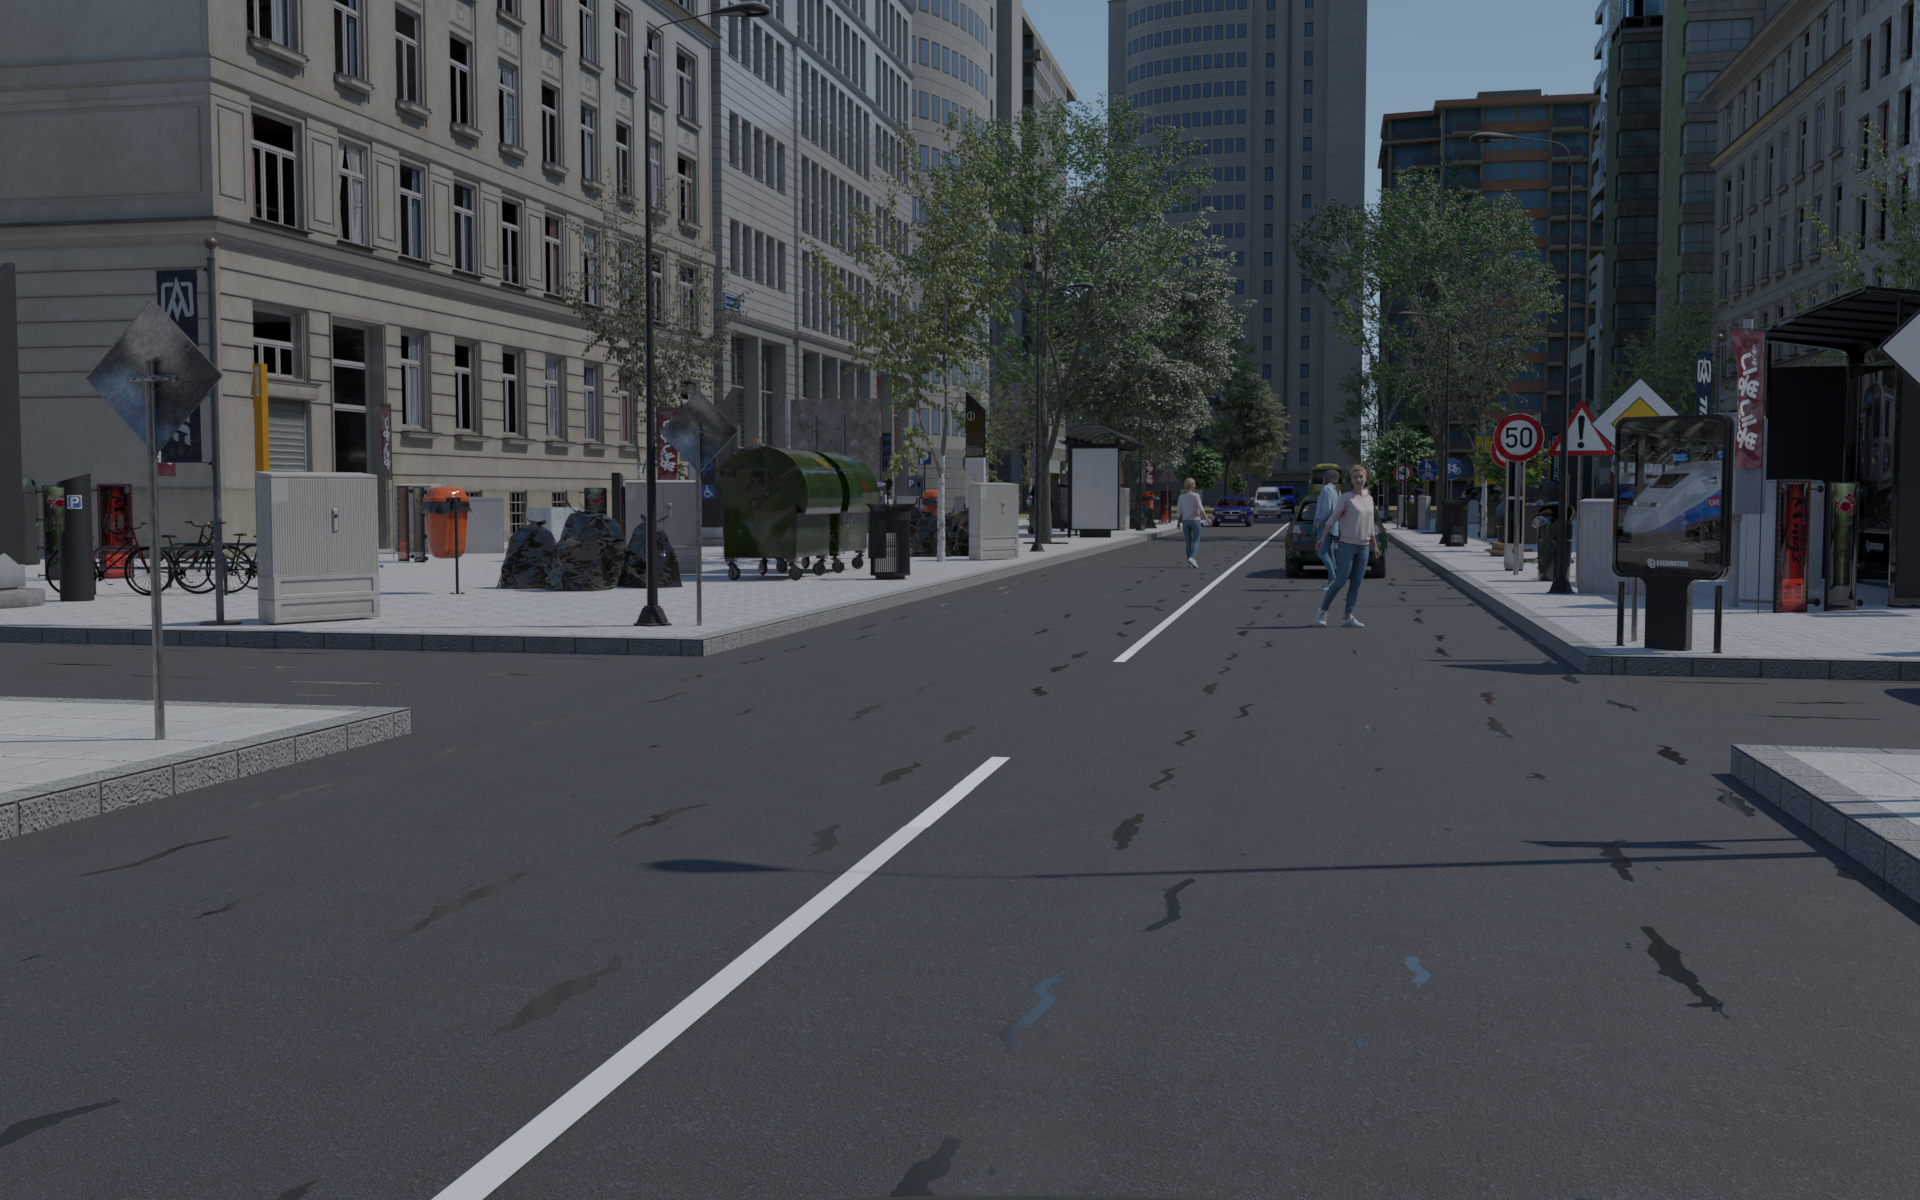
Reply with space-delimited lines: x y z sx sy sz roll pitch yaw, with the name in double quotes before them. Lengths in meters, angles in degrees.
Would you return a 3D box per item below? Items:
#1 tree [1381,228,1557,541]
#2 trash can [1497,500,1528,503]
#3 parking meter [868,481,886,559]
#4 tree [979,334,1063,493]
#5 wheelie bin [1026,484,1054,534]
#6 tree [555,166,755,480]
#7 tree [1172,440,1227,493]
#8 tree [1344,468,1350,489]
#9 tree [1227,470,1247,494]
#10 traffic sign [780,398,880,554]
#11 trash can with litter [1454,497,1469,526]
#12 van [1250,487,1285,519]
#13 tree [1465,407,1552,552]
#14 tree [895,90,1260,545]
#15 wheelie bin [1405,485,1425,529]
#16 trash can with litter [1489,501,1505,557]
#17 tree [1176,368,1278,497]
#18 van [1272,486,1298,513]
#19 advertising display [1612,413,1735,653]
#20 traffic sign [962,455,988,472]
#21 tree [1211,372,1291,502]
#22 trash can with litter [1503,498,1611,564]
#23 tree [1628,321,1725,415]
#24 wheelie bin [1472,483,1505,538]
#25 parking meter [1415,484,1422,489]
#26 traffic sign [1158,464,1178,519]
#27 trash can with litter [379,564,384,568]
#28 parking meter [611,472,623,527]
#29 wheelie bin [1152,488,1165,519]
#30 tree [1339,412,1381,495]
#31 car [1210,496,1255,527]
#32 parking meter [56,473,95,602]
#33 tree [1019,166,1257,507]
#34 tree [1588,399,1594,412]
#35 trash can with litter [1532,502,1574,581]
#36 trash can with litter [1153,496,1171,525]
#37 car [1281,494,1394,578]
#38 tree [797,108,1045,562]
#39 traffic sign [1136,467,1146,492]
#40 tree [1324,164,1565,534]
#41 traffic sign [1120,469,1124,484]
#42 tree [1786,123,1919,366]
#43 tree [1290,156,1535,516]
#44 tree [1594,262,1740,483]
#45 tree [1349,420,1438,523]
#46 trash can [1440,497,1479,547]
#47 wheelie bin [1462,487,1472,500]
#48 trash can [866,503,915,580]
"tree" 14.178 -5.937 47.427 4.360 8.622 3.978 0 3 0
"trash can" 13.858 -1.947 43.481 0.748 1.137 0.748 0 3 0
"parking meter" -1.655 -1.601 34.583 0.372 1.533 0.369 0 3 0
"tree" 2.923 -7.768 77.369 4.360 8.622 3.978 0 3 0
"wheelie bin" 2.628 -2.936 55.913 0.980 1.594 0.693 -3 4 -39
"tree" -7.141 -5.468 39.772 4.360 8.622 3.978 0 3 0
"tree" 14.574 -7.412 104.893 4.285 4.588 4.351 0 3 0
"tree" 36.538 -10.673 158.213 4.285 4.588 4.351 0 3 0
"tree" 22.613 -8.925 140.531 1.663 3.219 1.824 0 3 0
"traffic sign" -2.802 -2.642 37.069 2.265 3.308 0.079 1 4 16
"trash can with litter" 19.920 -3.541 69.289 0.624 1.170 1.055 0 4 -8
"van" 18.174 -5.827 102.275 2.013 2.044 4.112 1 4 10
"tree" 12.352 -2.684 38.492 1.663 3.219 1.824 0 3 0
"tree" 2.353 -7.251 44.303 9.928 11.665 9.643 0 3 0
"wheelie bin" 16.601 -3.382 63.208 0.693 1.594 0.980 1 4 12
"trash can with litter" 11.317 -1.489 35.736 0.624 1.170 1.055 2 4 33
"tree" 18.380 -11.414 121.031 8.767 10.594 7.601 2 4 35
"van" 24.502 -7.776 131.525 2.240 2.365 5.245 1 4 11
"advertising display" 5.846 -0.552 14.245 0.123 1.923 0.974 -3 4 -39
"traffic sign" 0.421 -3.070 50.296 0.768 2.556 0.104 1 4 18
"tree" 27.274 -14.887 161.526 7.486 12.596 7.792 0 3 0
"trash can with litter" 11.108 -1.301 32.330 2.233 1.210 1.678 0 4 1
"tree" 30.098 -7.474 72.564 4.360 8.622 3.978 0 3 0
"wheelie bin" 15.450 -2.596 50.347 0.693 1.594 0.980 2 4 31
"parking meter" 21.996 -4.742 83.235 0.255 1.863 0.399 -1 4 -11
"traffic sign" 8.965 -4.573 74.774 0.884 2.594 0.081 1 4 17
"trash can with litter" -10.807 -1.146 29.790 1.678 1.210 2.233 -1 4 -15
"parking meter" -9.306 -2.530 47.079 0.255 1.863 0.399 0 4 1
"wheelie bin" 10.147 -4.925 88.436 0.980 1.594 0.693 3 5 44
"tree" 35.473 -12.285 151.222 4.360 8.622 3.978 0 3 0
"car" 12.064 -3.921 76.694 1.945 1.354 3.894 1 4 11
"parking meter" -10.601 -0.755 20.756 0.372 1.533 0.369 0 3 0
"tree" 6.573 -9.782 66.591 9.857 13.997 8.962 0 3 0
"tree" 30.870 -7.834 78.442 4.737 8.622 4.395 0 3 0
"trash can with litter" 8.766 -0.880 25.781 0.624 1.170 1.055 1 4 10
"trash can with litter" 8.061 -3.812 73.387 1.678 1.210 2.233 -3 4 -38
"car" 6.761 -1.302 31.071 2.009 1.686 4.222 1 4 13
"tree" -0.589 -5.033 32.660 4.737 8.622 4.395 0 3 0
"traffic sign" 8.721 -5.012 81.949 0.884 2.594 0.081 1 4 21
"tree" 15.369 -7.942 55.612 9.928 11.665 9.643 0 3 0
"traffic sign" 7.985 -5.304 86.833 0.768 2.556 0.104 1 4 16
"tree" 18.358 -5.073 33.300 4.737 8.622 4.395 0 3 0
"tree" 25.354 -14.772 97.417 12.611 20.169 13.585 0 3 0
"tree" 23.009 -6.435 55.569 4.737 8.622 4.395 0 3 0
"tree" 19.430 -5.646 76.021 4.285 4.588 4.351 0 3 0
"trash can" 12.101 -1.876 42.326 0.748 1.137 0.748 0 3 0
"wheelie bin" 24.452 -4.574 82.692 0.980 1.594 0.693 -2 4 -31
"trash can" -1.051 -0.881 26.058 0.748 1.137 0.748 0 3 0
